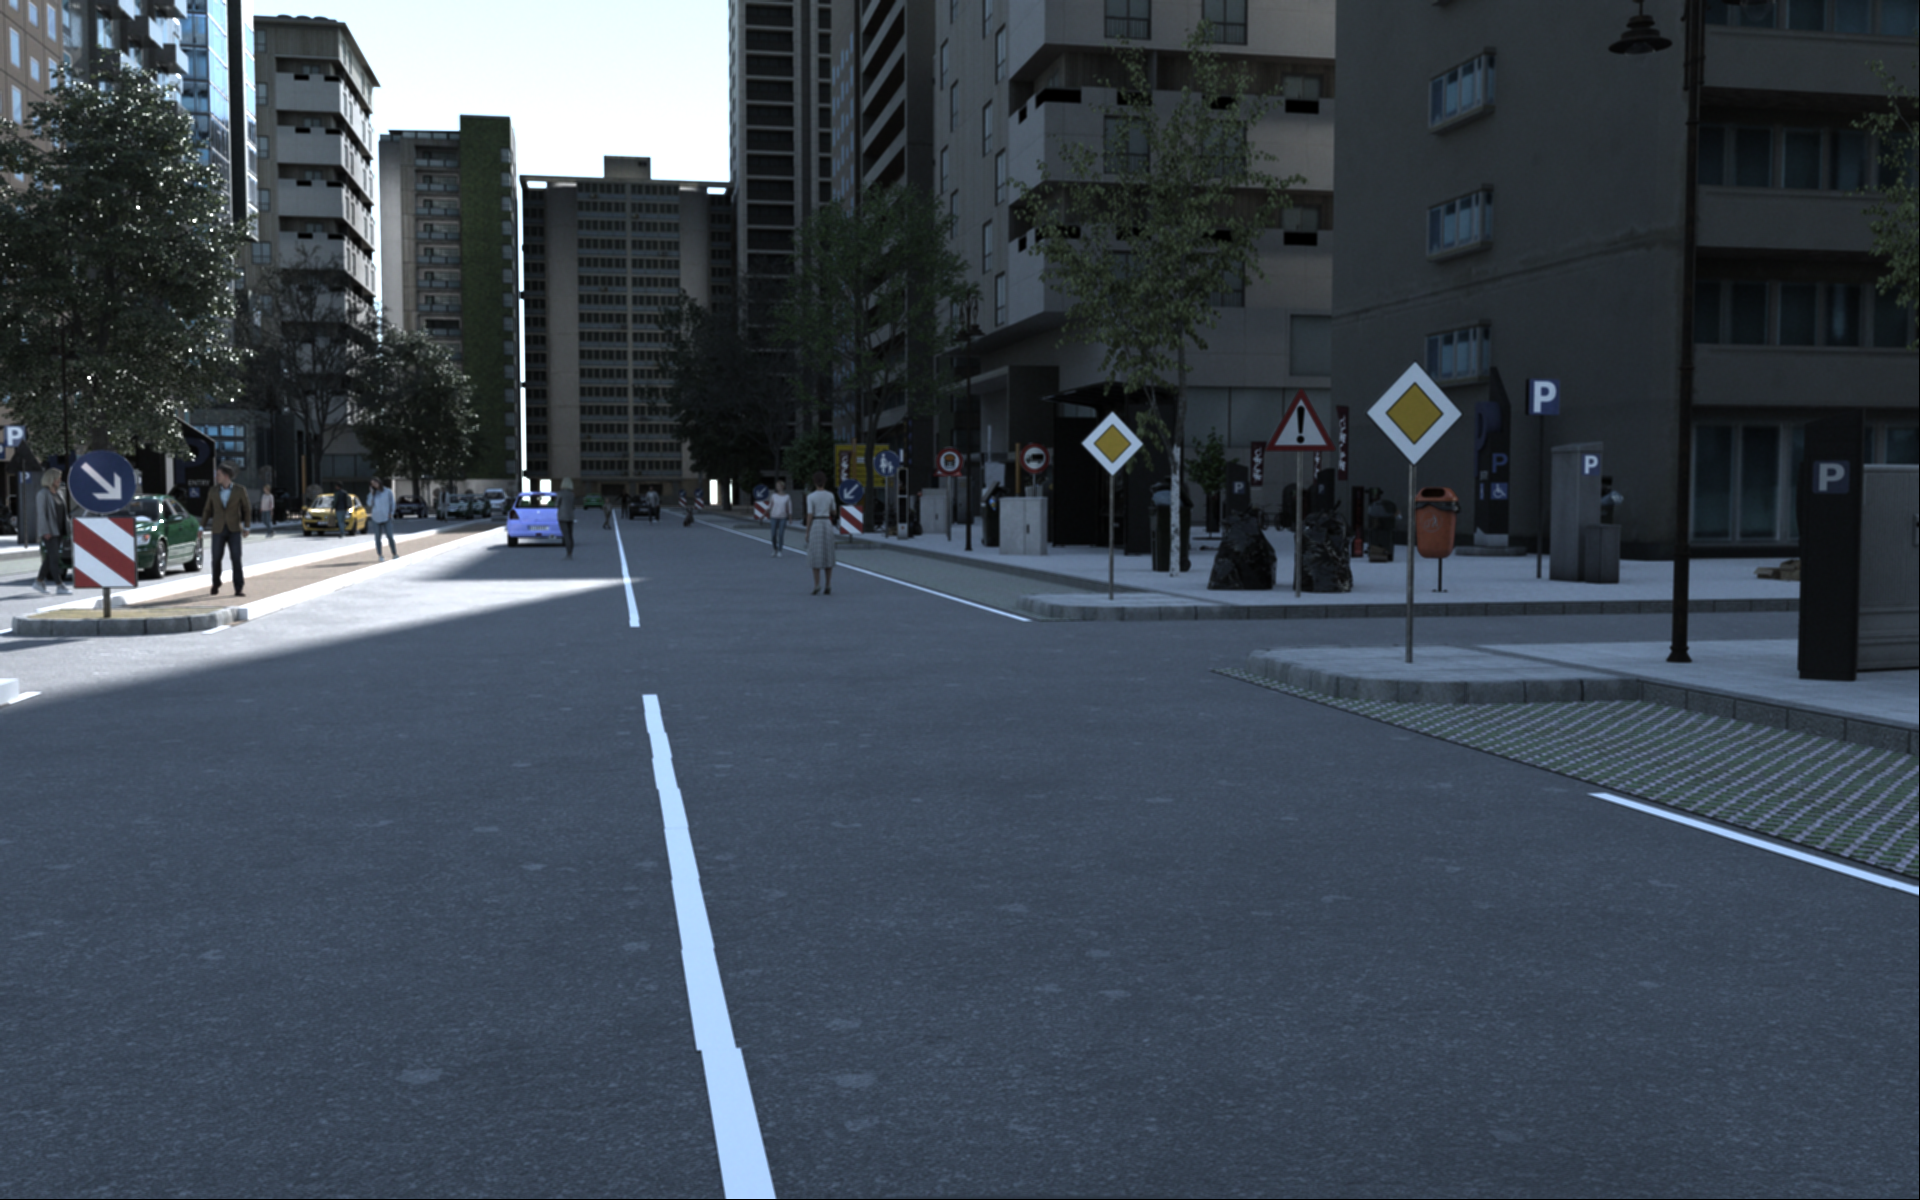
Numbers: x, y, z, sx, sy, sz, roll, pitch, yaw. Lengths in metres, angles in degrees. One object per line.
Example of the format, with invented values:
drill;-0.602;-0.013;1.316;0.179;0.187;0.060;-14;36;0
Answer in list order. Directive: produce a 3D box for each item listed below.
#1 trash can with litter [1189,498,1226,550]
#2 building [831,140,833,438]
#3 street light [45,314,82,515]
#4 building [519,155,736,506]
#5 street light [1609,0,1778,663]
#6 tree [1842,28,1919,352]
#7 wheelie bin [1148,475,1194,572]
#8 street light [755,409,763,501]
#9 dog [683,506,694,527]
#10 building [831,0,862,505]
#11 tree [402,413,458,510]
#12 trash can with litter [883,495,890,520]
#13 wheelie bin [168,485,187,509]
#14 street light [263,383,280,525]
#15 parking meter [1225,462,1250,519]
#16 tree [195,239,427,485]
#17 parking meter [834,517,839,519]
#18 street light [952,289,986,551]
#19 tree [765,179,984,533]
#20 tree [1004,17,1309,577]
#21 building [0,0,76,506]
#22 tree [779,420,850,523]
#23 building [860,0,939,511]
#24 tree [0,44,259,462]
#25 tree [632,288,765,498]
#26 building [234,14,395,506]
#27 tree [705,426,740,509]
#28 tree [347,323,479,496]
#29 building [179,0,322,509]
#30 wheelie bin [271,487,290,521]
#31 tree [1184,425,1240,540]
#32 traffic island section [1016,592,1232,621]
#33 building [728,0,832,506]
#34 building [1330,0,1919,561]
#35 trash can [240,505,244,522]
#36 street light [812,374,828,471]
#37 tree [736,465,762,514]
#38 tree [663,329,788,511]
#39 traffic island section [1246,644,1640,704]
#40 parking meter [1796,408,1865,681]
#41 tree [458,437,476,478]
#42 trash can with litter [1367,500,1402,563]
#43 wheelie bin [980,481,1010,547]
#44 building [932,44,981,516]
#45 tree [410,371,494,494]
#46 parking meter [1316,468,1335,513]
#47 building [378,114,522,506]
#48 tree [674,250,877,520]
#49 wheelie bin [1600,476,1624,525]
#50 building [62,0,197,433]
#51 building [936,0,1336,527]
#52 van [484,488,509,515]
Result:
trash can with litter;5.887;-1.758;39.804;2.233;1.210;1.678;0;4;-2
building;-4.734;-28.840;155.135;14.154;41.232;14.086;-1;4;-11
street light;-23.097;-4.401;44.739;0.468;5.910;1.993;-1;4;-11
building;-38.570;-31.177;201.630;23.993;40.220;32.217;-1;4;-11
street light;5.504;-2.464;13.078;0.468;5.910;1.993;-1;4;-11
tree;15.977;-4.699;27.195;4.737;8.622;4.395;0;3;0
wheelie bin;3.490;-1.278;28.798;0.693;1.594;0.980;0;4;-5
street light;-10.980;-7.452;94.620;0.468;5.910;1.993;-1;4;-11
dog;-11.971;-3.648;76.486;0.513;0.831;0.800;0;4;7
building;-2.663;-30.018;140.906;14.600;45.320;14.200;-1;4;-11
tree;-42.388;-11.426;137.177;4.360;8.622;3.978;0;3;0
trash can with litter;-3.876;-4.680;87.581;2.233;1.210;1.678;1;4;17
wheelie bin;-25.862;-3.013;57.170;0.693;1.594;0.980;-2;4;-28
street light;-28.672;-6.083;72.245;0.468;5.910;1.993;-1;4;-11
parking meter;5.005;-1.561;31.234;0.399;1.863;0.255;0;4;-5
tree;-31.048;-10.579;83.331;12.009;13.543;11.850;0;3;0
parking meter;-6.191;-4.840;87.550;0.372;1.533;0.369;0;3;0
street light;0.195;-4.060;39.172;0.468;5.910;1.993;-1;4;-11
tree;-2.930;-8.042;57.236;9.928;11.665;9.643;0;3;0
tree;3.101;-4.667;26.667;4.737;8.622;4.395;0;3;0
building;-48.577;-25.998;75.172;14.600;45.320;14.200;-1;4;-11
tree;-6.297;-5.704;76.969;4.285;4.588;4.351;0;3;0
building;4.939;-30.606;124.112;21.300;48.544;21.600;-1;4;-11
tree;-25.403;-8.816;50.797;9.857;13.997;8.962;0;3;0
tree;-23.455;-18.472;157.902;12.611;20.169;13.585;0;3;0
building;-77.512;-36.849;191.724;27.495;52.752;28.713;-1;4;-11
tree;-19.755;-11.838;143.914;4.737;8.622;4.395;0;3;0
tree;-40.261;-13.508;127.516;9.857;13.997;8.962;0;3;0
building;-69.442;-50.405;136.801;31.000;86.520;22.319;-1;4;-11
wheelie bin;-32.377;-4.556;82.401;0.980;1.594;0.693;-2;4;-28
tree;7.177;-3.313;48.767;1.663;3.219;1.824;0;3;0
traffic island section;1.852;0.077;21.014;2.009;0.180;2.903;-1;4;-11
building;-15.738;-46.614;200.397;20.611;71.187;20.563;-1;4;-11
building;21.338;-25.715;44.150;21.600;48.544;21.300;-1;4;-11
trash can;-33.007;-4.127;79.128;0.748;1.137;0.748;0;3;0
street light;-5.424;-5.769;67.110;0.468;5.910;1.993;-1;4;-11
tree;-13.839;-7.312;114.152;1.663;3.219;1.824;0;3;0
tree;-17.879;-13.863;133.313;9.857;13.997;8.962;0;3;0
traffic island section;3.434;0.556;13.187;2.009;0.180;2.903;-1;4;-11
parking meter;6.011;-0.384;11.992;0.399;1.863;0.255;2;4;31
tree;-48.304;-13.166;165.631;4.360;8.622;3.978;0;3;0
trash can with litter;8.020;-1.307;32.762;0.624;1.170;1.055;1;4;16
wheelie bin;0.878;-2.109;42.393;0.693;1.594;0.980;-1;4;-11
building;5.201;-20.447;106.011;14.160;30.474;14.107;-1;4;-11
tree;-46.502;-14.683;158.198;7.486;12.596;7.792;0;3;0
parking meter;8.329;-2.068;39.519;0.255;1.863;0.399;-2;4;-28
building;-55.509;-30.931;189.311;14.086;41.232;14.154;-1;4;-11
tree;-9.262;-10.812;87.149;12.009;13.543;11.850;0;3;0
wheelie bin;11.038;-1.361;30.158;0.980;1.594;0.693;1;4;9
building;-58.359;-29.399;100.284;23.786;49.044;30.456;-1;4;-11
building;14.389;-30.133;81.914;28.713;52.752;27.495;-1;4;-11
van;-32.105;-6.875;119.425;2.013;2.044;4.112;-1;4;-13
